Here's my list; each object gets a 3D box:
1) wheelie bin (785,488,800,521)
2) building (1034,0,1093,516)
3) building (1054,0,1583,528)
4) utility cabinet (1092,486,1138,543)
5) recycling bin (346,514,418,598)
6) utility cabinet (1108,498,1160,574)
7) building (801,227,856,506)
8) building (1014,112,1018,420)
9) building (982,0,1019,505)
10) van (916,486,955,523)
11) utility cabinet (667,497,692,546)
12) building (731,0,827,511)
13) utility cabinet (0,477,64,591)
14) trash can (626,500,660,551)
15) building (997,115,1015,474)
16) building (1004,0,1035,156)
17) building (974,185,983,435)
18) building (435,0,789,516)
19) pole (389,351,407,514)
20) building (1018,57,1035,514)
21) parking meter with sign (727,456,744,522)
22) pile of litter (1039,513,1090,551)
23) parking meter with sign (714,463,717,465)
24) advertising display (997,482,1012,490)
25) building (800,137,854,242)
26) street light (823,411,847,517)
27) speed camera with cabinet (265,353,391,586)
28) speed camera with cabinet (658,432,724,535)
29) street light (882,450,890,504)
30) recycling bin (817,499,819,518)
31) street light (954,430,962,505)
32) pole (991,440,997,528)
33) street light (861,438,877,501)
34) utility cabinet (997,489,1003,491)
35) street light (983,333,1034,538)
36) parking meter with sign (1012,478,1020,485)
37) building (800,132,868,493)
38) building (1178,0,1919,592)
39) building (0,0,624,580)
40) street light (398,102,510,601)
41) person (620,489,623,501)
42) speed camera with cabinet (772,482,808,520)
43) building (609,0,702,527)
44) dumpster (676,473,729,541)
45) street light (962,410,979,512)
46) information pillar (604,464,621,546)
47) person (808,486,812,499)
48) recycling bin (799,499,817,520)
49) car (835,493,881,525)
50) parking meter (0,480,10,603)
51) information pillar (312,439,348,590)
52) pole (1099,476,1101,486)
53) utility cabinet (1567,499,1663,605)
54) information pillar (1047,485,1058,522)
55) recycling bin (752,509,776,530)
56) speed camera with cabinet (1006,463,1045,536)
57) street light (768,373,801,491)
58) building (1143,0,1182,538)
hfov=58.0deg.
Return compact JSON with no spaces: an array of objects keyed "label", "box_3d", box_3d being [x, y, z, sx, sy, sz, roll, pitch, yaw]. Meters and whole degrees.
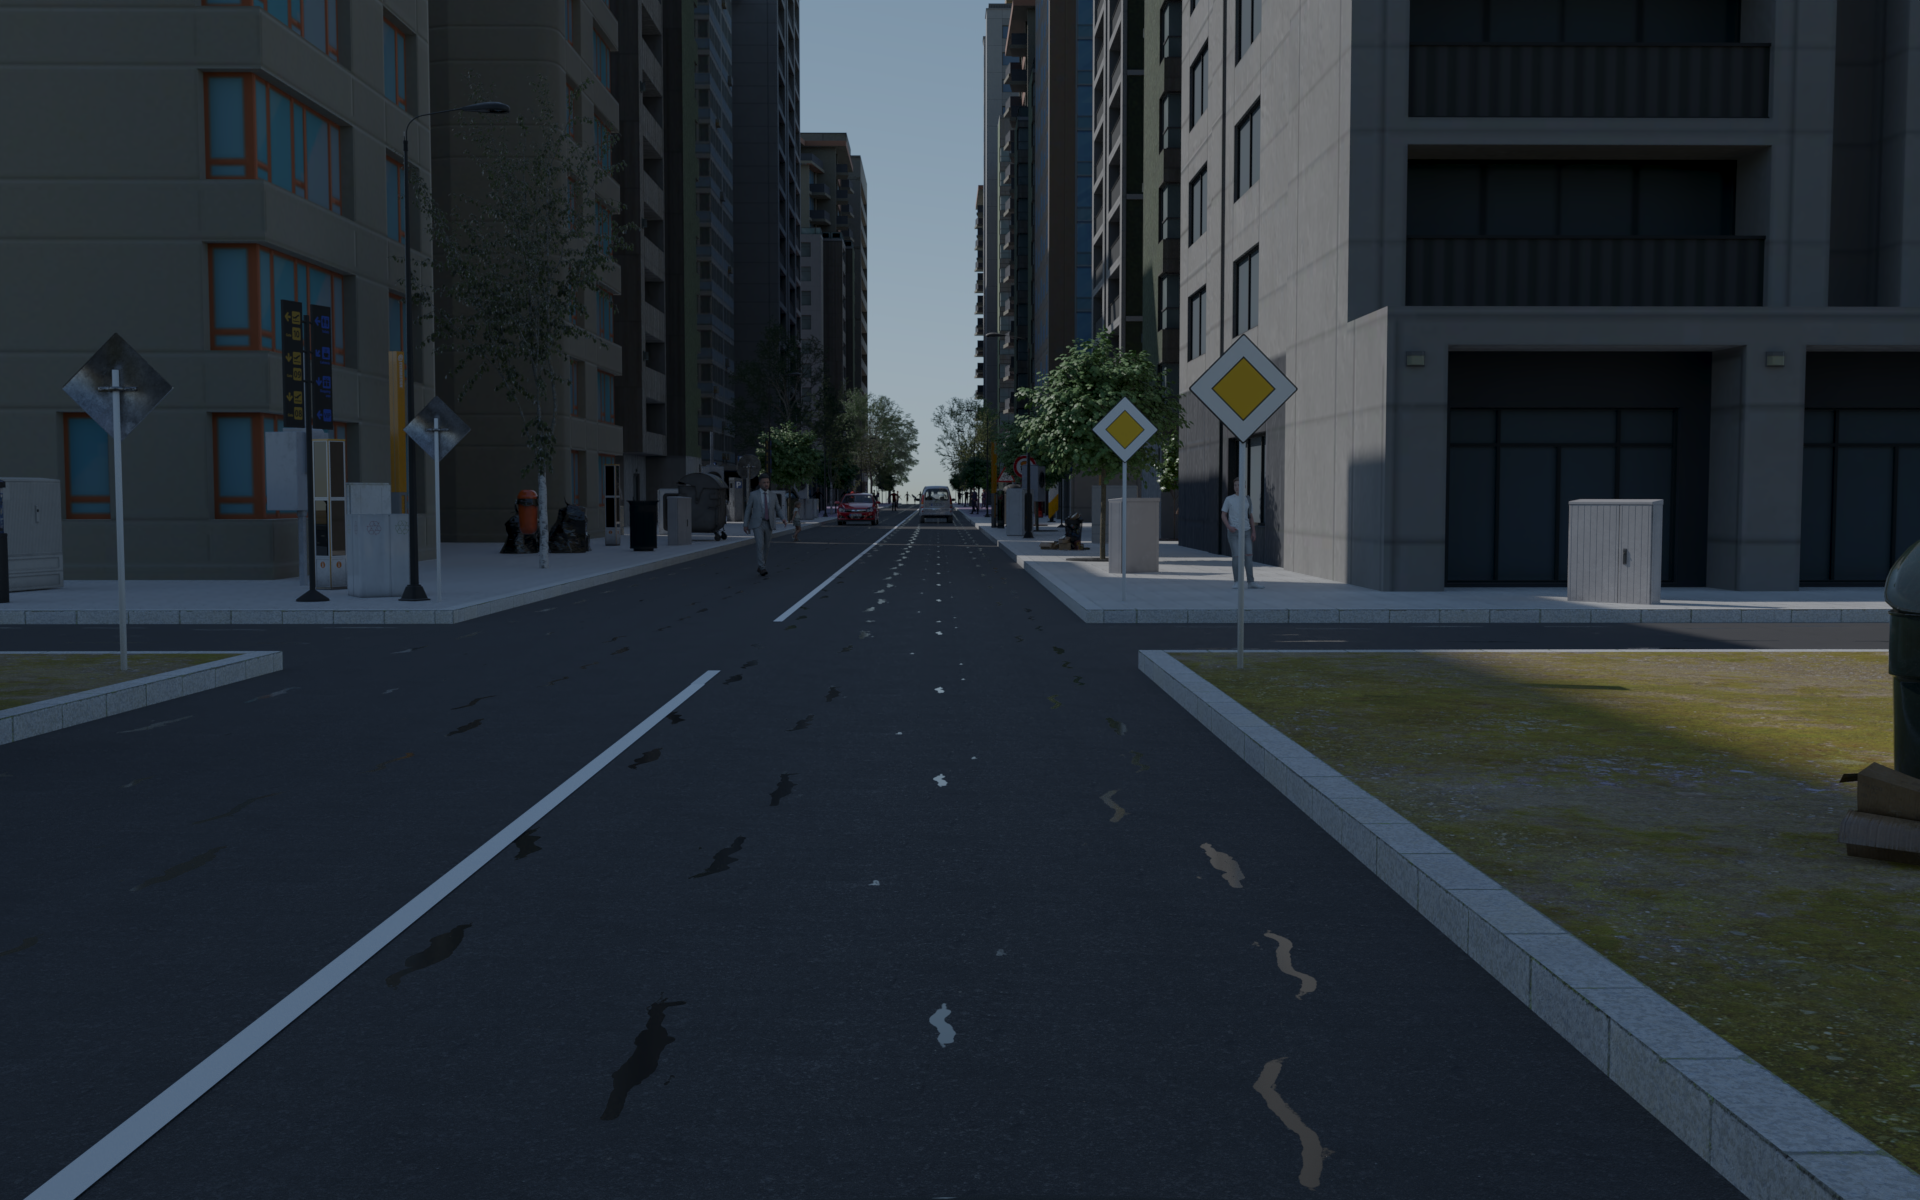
[{"label":"wheelie bin","box_3d":[-8.020,-4.591,82.978,0.693,1.594,0.980,0,4,1]},{"label":"building","box_3d":[11.779,-27.730,103.503,14.600,45.320,14.200,0,4,-1]},{"label":"building","box_3d":[15.147,-39.291,80.662,20.563,71.187,20.611,0,4,-1]},{"label":"utility cabinet","box_3d":[4.032,-2.231,45.149,1.173,1.500,0.318,1,4,9]},{"label":"recycling bin","box_3d":[-7.276,-0.567,21.820,0.722,1.027,0.722,-2,4,-32]},{"label":"utility cabinet","box_3d":[2.840,-1.048,28.297,0.306,1.237,1.020,3,5,43]},{"label":"building","box_3d":[-18.794,-25.522,188.987,14.160,30.474,14.107,0,4,-1]},{"label":"building","box_3d":[11.076,-22.075,132.634,14.160,30.474,14.107,0,4,-1]},{"label":"building","box_3d":[13.337,-40.949,211.516,21.231,58.520,28.212,0,4,-1]},{"label":"van","box_3d":[-1.218,-4.899,87.109,2.013,2.044,4.112,0,4,-2]},{"label":"utility cabinet","box_3d":[-7.047,-1.982,43.562,0.306,1.237,1.020,1,4,10]},{"label":"building","box_3d":[-22.172,-43.509,149.617,20.563,71.187,20.611,0,4,-1]},{"label":"utility cabinet","box_3d":[-12.381,-0.869,22.894,0.318,1.500,1.173,1,4,9]},{"label":"trash can","box_3d":[-7.114,-1.667,38.906,0.748,1.137,0.748,0,3,0]},{"label":"building","box_3d":[11.094,-30.980,190.111,14.154,41.232,14.086,0,4,-1]},{"label":"building","box_3d":[15.160,-30.543,154.003,22.147,44.769,28.867,0,4,-1]},{"label":"building","box_3d":[13.167,-35.844,240.678,22.147,44.769,28.867,0,4,-1]},{"label":"building","box_3d":[-27.052,-25.399,107.151,32.217,40.220,23.993,0,4,-1]},{"label":"pole","box_3d":[-8.054,-1.896,24.844,0.158,3.312,0.155,0,3,0]},{"label":"building","box_3d":[11.563,-21.214,118.558,14.160,30.474,14.107,0,4,-1]},{"label":"parking meter with sign","box_3d":[-10.320,-5.117,79.929,0.543,3.016,1.738,-2,4,-29]},{"label":"pile of litter","box_3d":[2.406,-1.593,40.016,1.176,0.858,1.719,0,4,0]},{"label":"parking meter with sign","box_3d":[-14.256,-6.062,95.381,1.738,3.016,0.543,-3,5,-41]},{"label":"advertising display","box_3d":[2.268,-5.089,88.423,0.974,1.923,0.123,3,4,38]},{"label":"building","box_3d":[-24.221,-33.964,209.930,22.147,44.769,28.867,0,4,-1]},{"label":"street light","box_3d":[-7.006,-7.609,96.942,1.470,5.913,1.316,0,4,-1]},{"label":"speed camera with cabinet","box_3d":[-9.097,-1.877,25.017,0.660,3.252,2.038,1,4,19]},{"label":"speed camera with cabinet","box_3d":[-8.500,-3.690,54.671,2.038,3.252,0.660,-1,4,-13]},{"label":"street light","box_3d":[-8.151,-12.745,180.916,1.470,5.913,1.316,0,4,-1]},{"label":"recycling bin","box_3d":[-7.901,-4.851,91.861,0.722,1.027,0.722,0,4,4]},{"label":"street light","box_3d":[0.504,-9.414,126.452,1.470,5.913,1.316,0,4,-1]},{"label":"pole","box_3d":[1.293,-4.396,65.712,0.158,3.312,0.155,0,3,0]},{"label":"street light","box_3d":[-7.576,-10.393,142.470,1.470,5.913,1.316,0,4,-1]},{"label":"utility cabinet","box_3d":[1.888,-4.573,83.443,0.318,1.500,1.173,1,4,16]},{"label":"street light","box_3d":[1.446,-4.740,50.046,1.470,5.913,1.316,0,4,-1]},{"label":"parking meter with sign","box_3d":[2.788,-5.188,81.082,1.738,3.016,0.543,0,4,-5]},{"label":"building","box_3d":[-23.637,-37.415,235.443,21.300,48.544,21.600,0,4,-1]},{"label":"building","box_3d":[15.733,-36.247,30.887,20.611,71.187,20.563,0,4,-1]},{"label":"building","box_3d":[-24.245,-11.888,39.411,27.650,21.520,28.899,0,4,-1]},{"label":"street light","box_3d":[-6.030,-2.944,20.680,1.470,5.913,1.316,0,4,-1]},{"label":"person","box_3d":[-11.317,-3.064,56.347,0.606,1.804,0.583,-2,4,-32]},{"label":"speed camera with cabinet","box_3d":[-8.482,-5.544,84.987,2.038,3.252,0.660,0,4,0]},{"label":"building","box_3d":[-18.504,-18.233,69.818,14.160,30.474,14.107,0,4,-1]},{"label":"dumpster","box_3d":[-7.094,-2.562,47.641,1.264,1.857,1.865,0,4,-1]},{"label":"street light","box_3d":[0.968,-7.505,95.252,1.470,5.913,1.316,0,4,-1]},{"label":"information pillar","box_3d":[-8.611,-2.349,42.892,0.304,2.012,0.304,1,4,9]},{"label":"person","box_3d":[-8.351,-5.356,93.795,0.721,1.800,0.419,-2,4,-33]},{"label":"recycling bin","box_3d":[-7.633,-4.488,85.929,0.722,1.027,0.722,0,4,5]},{"label":"car","box_3d":[-4.742,-4.388,80.790,2.155,1.783,4.494,0,3,0]},{"label":"parking meter","box_3d":[-11.417,-0.732,20.372,0.372,1.533,0.369,0,3,0]},{"label":"information pillar","box_3d":[-8.450,-1.146,23.236,0.304,2.012,0.304,2,4,27]},{"label":"pole","box_3d":[4.148,-3.462,50.441,0.158,3.312,0.155,0,3,0]},{"label":"utility cabinet","box_3d":[7.730,-0.569,20.468,0.306,1.237,1.020,-3,5,-45]},{"label":"information pillar","box_3d":[4.245,-5.350,78.820,0.504,3.616,0.183,-2,4,-31]},{"label":"recycling bin","box_3d":[-6.985,-3.006,61.710,0.722,1.027,0.722,-1,4,-21]},{"label":"speed camera with cabinet","box_3d":[2.052,-3.629,53.673,0.660,3.252,2.038,1,4,22]},{"label":"street light","box_3d":[-6.771,-5.745,66.466,1.470,5.913,1.316,0,4,-1]},{"label":"building","box_3d":[12.656,-17.350,55.378,14.160,30.474,14.107,0,4,-1]}]
